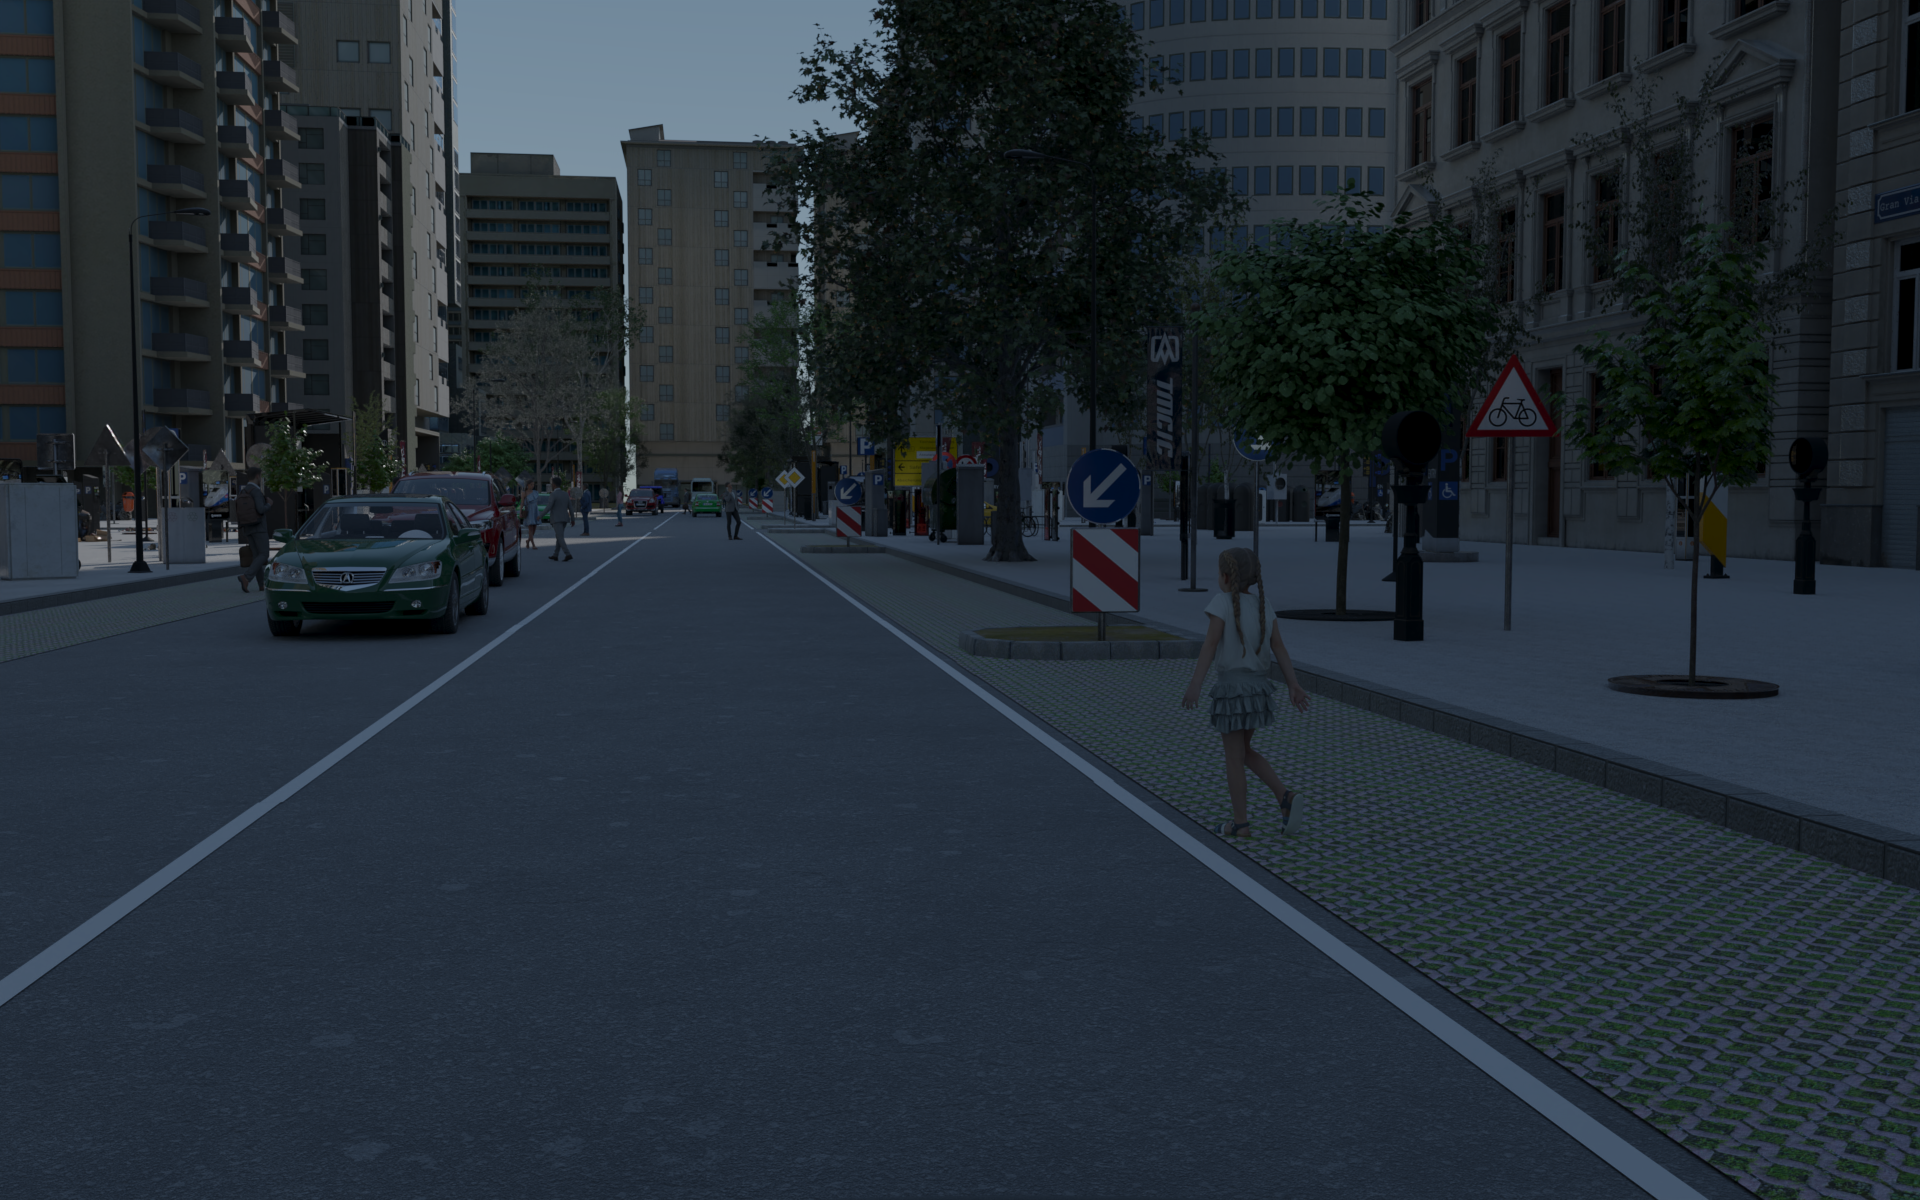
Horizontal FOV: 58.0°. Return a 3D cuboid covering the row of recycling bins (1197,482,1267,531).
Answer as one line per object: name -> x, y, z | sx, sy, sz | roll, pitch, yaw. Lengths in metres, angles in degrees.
row of recycling bins -> 9.423, -3.317, 61.347 | 1.069, 1.692, 3.534 | -1, 4, -19

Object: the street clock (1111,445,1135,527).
street clock -> 2.352, -1.287, 25.608 | 0.358, 2.002, 0.471 | 1, 4, 8

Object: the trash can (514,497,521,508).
trash can -> -24.580, -5.177, 96.292 | 0.748, 1.137, 0.748 | 0, 3, 0

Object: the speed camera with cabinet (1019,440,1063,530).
speed camera with cabinet -> 2.889, -4.336, 65.231 | 0.660, 3.252, 2.038 | -3, 4, -38

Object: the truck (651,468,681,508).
truck -> -31.396, -12.008, 186.089 | 2.967, 4.110, 18.799 | -1, 4, -8

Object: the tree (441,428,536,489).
tree -> -22.975, -6.279, 86.377 | 4.285, 4.588, 4.351 | 0, 3, 0

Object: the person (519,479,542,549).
person -> -11.147, -2.215, 44.812 | 0.616, 1.811, 0.778 | -3, 4, -37

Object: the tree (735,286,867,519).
tree -> -7.540, -9.916, 87.876 | 9.928, 11.665, 9.643 | 0, 3, 0

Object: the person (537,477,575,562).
person -> -8.555, -1.723, 36.942 | 0.850, 1.792, 0.678 | 2, 4, 32

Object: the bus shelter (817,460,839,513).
bus shelter -> -9.344, -7.819, 119.131 | 1.731, 3.624, 6.357 | -1, 4, -8

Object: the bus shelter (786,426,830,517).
bus shelter -> -8.802, -7.449, 99.428 | 2.179, 5.291, 8.768 | -1, 4, -8

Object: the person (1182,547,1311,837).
person -> 1.165, 0.390, 7.145 | 0.505, 1.210, 0.382 | -2, 4, -34

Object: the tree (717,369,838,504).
tree -> -13.166, -11.956, 129.891 | 8.767, 10.594, 7.601 | -1, 4, -15

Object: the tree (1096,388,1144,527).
tree -> 5.972, -6.797, 61.497 | 4.360, 8.622, 3.978 | 0, 3, 0

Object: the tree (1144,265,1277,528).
tree -> 8.730, -6.440, 55.650 | 4.360, 8.622, 3.978 | 0, 3, 0

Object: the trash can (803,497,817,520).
trash can -> -7.321, -4.467, 84.682 | 0.748, 1.137, 0.748 | 0, 3, 0

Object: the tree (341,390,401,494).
tree -> -42.130, -10.586, 123.440 | 4.737, 8.622, 4.395 | 0, 3, 0

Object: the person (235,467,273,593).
person -> -10.320, -1.029, 25.289 | 0.622, 1.834, 0.822 | 2, 4, 26

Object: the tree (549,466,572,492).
tree -> -27.416, -7.613, 119.068 | 1.663, 3.219, 1.824 | 0, 3, 0

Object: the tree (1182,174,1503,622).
tree -> 3.917, -2.094, 17.951 | 4.285, 4.588, 4.351 | 0, 3, 0

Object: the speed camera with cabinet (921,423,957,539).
speed camera with cabinet -> -0.522, -3.332, 48.815 | 0.660, 3.252, 2.038 | 1, 4, 17

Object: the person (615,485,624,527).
person -> -14.981, -4.148, 76.327 | 0.388, 1.821, 0.555 | 0, 4, 3

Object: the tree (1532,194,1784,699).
tree -> 4.889, -1.022, 11.314 | 1.663, 3.219, 1.824 | 0, 3, 0

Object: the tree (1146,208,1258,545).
tree -> 6.172, -5.716, 43.826 | 4.737, 8.622, 4.395 | 0, 3, 0

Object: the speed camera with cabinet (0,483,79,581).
speed camera with cabinet -> -14.272, -1.915, 25.652 | 0.660, 3.252, 2.038 | 3, 5, 45

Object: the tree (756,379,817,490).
tree -> -10.816, -9.822, 110.950 | 4.360, 8.622, 3.978 | 0, 3, 0

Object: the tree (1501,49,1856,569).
tree -> 12.272, -4.821, 29.178 | 4.360, 8.622, 3.978 | 0, 3, 0

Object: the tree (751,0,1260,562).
tree -> 0.868, -7.093, 32.984 | 9.611, 12.733, 9.660 | 0, 3, 0

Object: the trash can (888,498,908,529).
trash can -> -2.265, -3.141, 63.012 | 0.748, 1.137, 0.748 | 0, 3, 0

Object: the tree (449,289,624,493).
tree -> -25.026, -11.791, 103.154 | 12.009, 13.543, 11.850 | 0, 3, 0

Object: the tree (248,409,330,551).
tree -> -15.380, -2.746, 39.492 | 1.663, 3.219, 1.824 | 0, 3, 0

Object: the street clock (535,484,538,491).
street clock -> -31.931, -7.717, 130.747 | 0.358, 2.002, 0.471 | -2, 4, -25

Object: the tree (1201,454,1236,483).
tree -> 12.130, -5.355, 82.159 | 1.663, 3.219, 1.824 | 0, 3, 0

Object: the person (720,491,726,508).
person -> -24.063, -10.272, 177.174 | 1.217, 1.743, 0.721 | 0, 4, 4

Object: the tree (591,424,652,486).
tree -> -43.150, -17.493, 220.414 | 8.767, 10.594, 7.601 | 0, 4, -1

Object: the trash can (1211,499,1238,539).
trash can -> 7.502, -2.293, 49.142 | 0.748, 1.137, 0.748 | 0, 3, 0

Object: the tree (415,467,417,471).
tree -> -37.381, -7.592, 118.722 | 1.663, 3.219, 1.824 | 0, 3, 0

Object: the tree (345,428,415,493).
tree -> -17.333, -3.459, 51.152 | 1.663, 3.219, 1.824 | 0, 3, 0

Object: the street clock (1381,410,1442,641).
street clock -> 3.931, -0.645, 15.120 | 0.471, 2.002, 0.358 | -1, 4, -21

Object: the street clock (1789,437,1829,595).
street clock -> 10.810, -1.073, 22.113 | 0.358, 2.002, 0.471 | -1, 4, -11

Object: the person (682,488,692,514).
person -> -19.225, -6.939, 121.911 | 0.822, 1.834, 0.622 | -2, 4, -29

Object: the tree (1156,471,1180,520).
tree -> 10.461, -5.634, 86.715 | 1.663, 3.219, 1.824 | 0, 3, 0

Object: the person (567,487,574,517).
person -> -21.800, -5.420, 97.098 | 0.573, 1.828, 0.580 | 1, 4, 23

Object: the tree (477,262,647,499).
tree -> -32.842, -17.581, 143.346 | 12.611, 20.169, 13.585 | 0, 3, 0

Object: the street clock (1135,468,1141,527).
street clock -> 4.755, -2.654, 47.961 | 0.471, 2.002, 0.358 | 3, 5, 45

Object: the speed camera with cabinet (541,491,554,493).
speed camera with cabinet -> -31.323, -8.437, 132.284 | 2.038, 3.252, 0.660 | 0, 4, 7

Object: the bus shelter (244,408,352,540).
bus shelter -> -19.082, -3.609, 50.284 | 1.731, 3.624, 6.357 | -1, 4, -8

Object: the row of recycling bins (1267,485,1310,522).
row of recycling bins -> 14.381, -4.465, 80.108 | 3.534, 1.692, 1.069 | 1, 4, 11

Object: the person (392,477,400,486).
person -> -12.056, -1.724, 36.954 | 0.850, 1.792, 0.678 | -1, 4, -17

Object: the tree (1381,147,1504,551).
tree -> 10.848, -5.342, 37.698 | 4.360, 8.622, 3.978 | 0, 3, 0

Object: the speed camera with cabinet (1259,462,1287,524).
speed camera with cabinet -> 13.028, -4.893, 74.329 | 2.038, 3.252, 0.660 | -2, 4, -25

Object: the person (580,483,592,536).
person -> -12.873, -3.113, 59.574 | 0.419, 1.800, 0.721 | -1, 4, -13

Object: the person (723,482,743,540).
person -> -7.106, -2.780, 54.133 | 0.592, 1.802, 0.473 | -2, 4, -29

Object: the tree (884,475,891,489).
tree -> -5.801, -8.189, 128.492 | 1.663, 3.219, 1.824 | 0, 3, 0

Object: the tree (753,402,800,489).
tree -> -14.798, -11.464, 137.803 | 4.737, 8.622, 4.395 | 0, 3, 0
